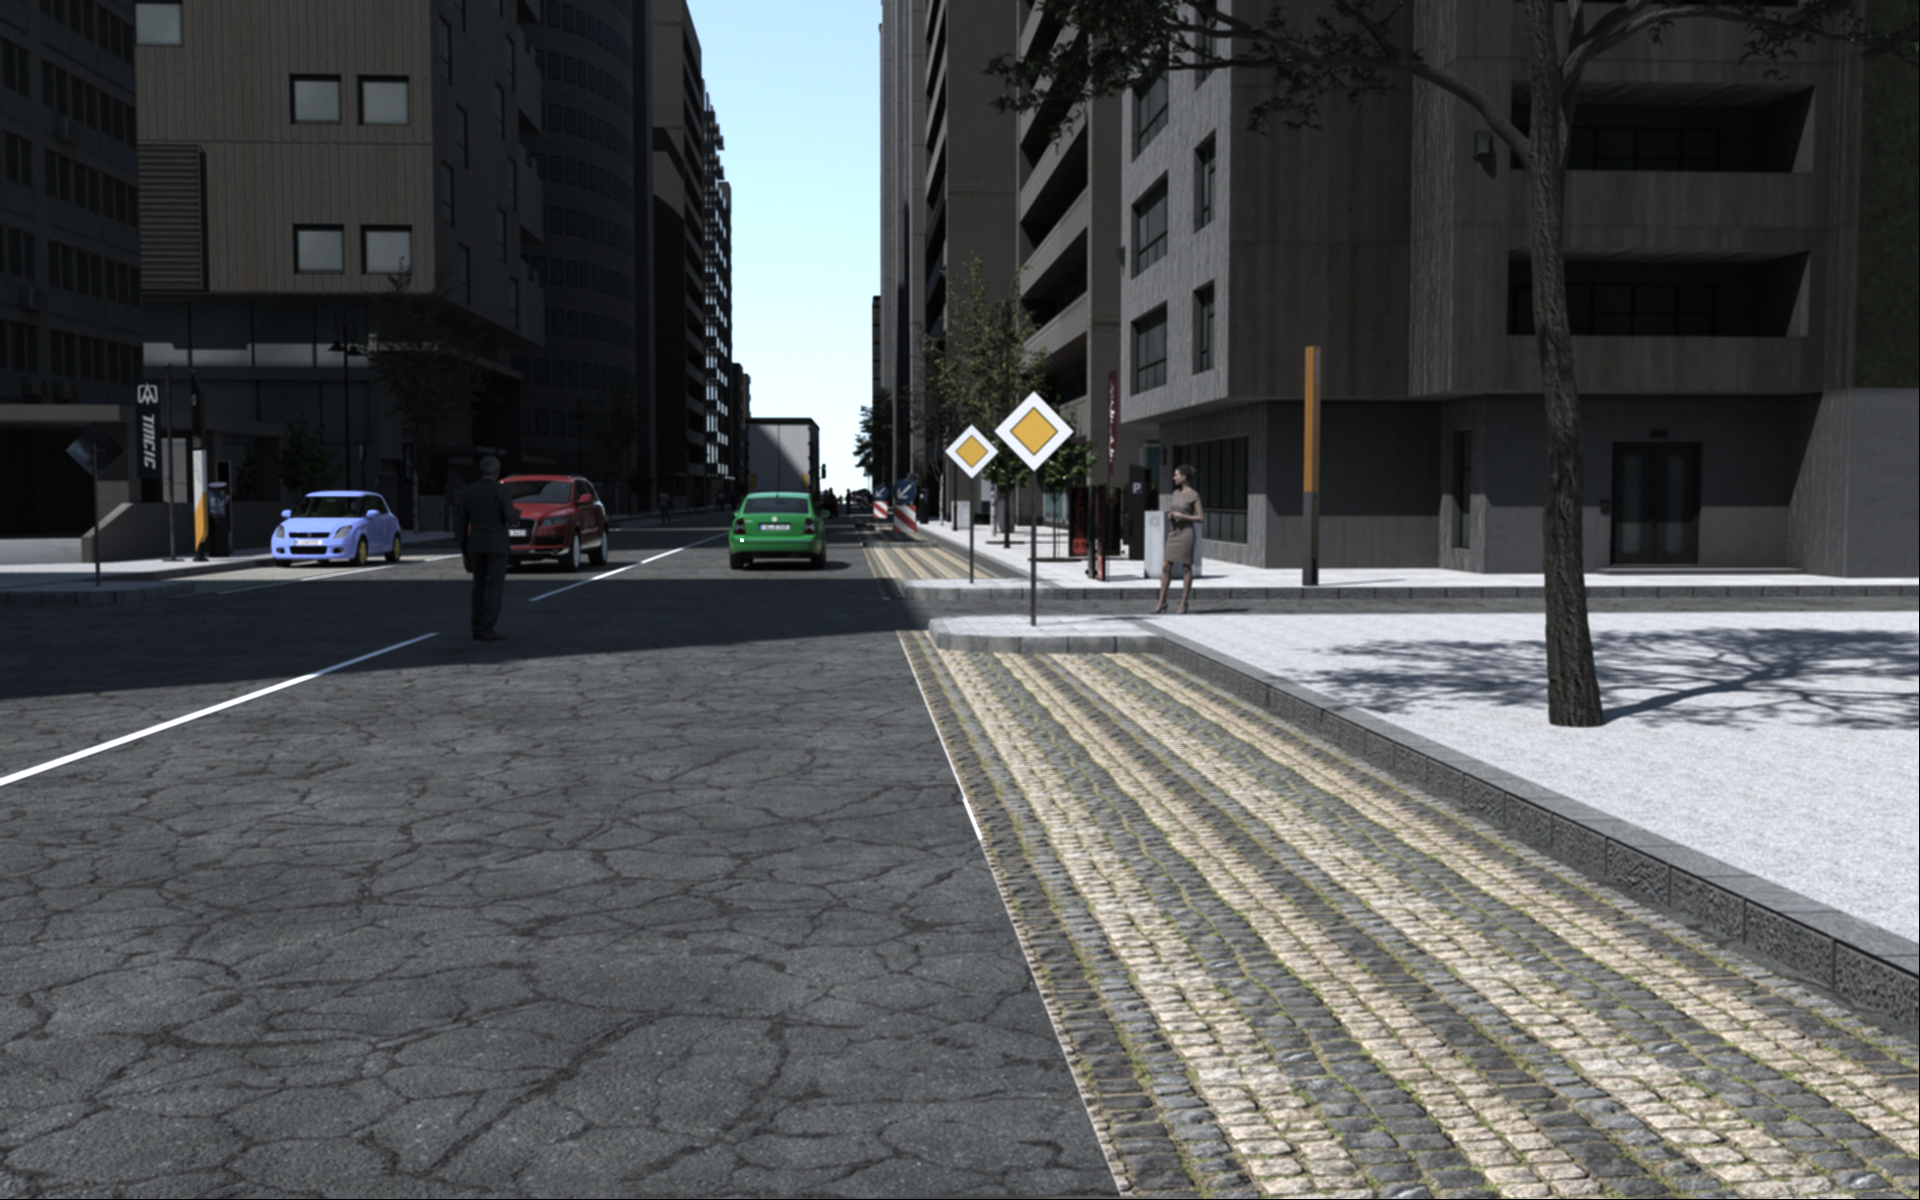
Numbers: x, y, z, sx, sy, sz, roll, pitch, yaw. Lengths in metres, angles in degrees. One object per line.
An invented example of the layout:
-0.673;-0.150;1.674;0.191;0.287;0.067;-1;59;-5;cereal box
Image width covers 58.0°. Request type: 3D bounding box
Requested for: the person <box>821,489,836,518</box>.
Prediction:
-8.182;-5.893;105.644;1.217;1.735;0.721;0;4;7;person

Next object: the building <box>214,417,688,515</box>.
-38.534;-27.257;137.534;32.217;40.220;23.993;0;4;-4;building

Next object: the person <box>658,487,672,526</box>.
-13.112;-4.163;77.161;0.593;1.750;0.643;-1;4;-21;person

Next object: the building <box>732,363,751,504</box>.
-43.739;-24.244;241.421;27.650;21.520;28.899;0;4;-4;building

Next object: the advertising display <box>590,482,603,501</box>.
-19.438;-5.313;92.073;0.974;1.923;0.123;-3;5;-42;advertising display

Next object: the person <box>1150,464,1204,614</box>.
2.586;-0.719;20.594;0.374;1.781;0.599;-3;5;-40;person

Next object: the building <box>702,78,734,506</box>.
-38.307;-35.311;196.940;23.786;49.044;30.456;0;4;-4;building

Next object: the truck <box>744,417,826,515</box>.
-6.890;-4.894;68.933;2.839;4.237;11.283;0;4;-3;truck

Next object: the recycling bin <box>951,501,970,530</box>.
0.103;-3.078;62.886;0.722;1.027;0.722;1;4;11;recycling bin

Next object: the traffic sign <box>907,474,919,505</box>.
-2.283;-5.039;84.514;0.606;2.300;0.079;0;4;5;traffic sign

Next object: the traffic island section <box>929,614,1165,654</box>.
0.735;0.330;16.886;2.009;0.180;2.903;0;4;-4;traffic island section

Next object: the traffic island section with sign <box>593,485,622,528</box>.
-15.353;-3.944;73.105;1.989;1.847;2.006;0;4;-4;traffic island section with sign

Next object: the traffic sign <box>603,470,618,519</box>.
-18.183;-5.502;90.057;0.768;2.556;0.104;0;4;5;traffic sign

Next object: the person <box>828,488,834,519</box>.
-7.556;-5.655;101.055;0.705;1.812;1.348;0;4;-7;person

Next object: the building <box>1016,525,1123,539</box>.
13.610;-26.617;58.883;21.300;48.544;21.600;0;4;-4;building

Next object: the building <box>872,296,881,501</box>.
-5.778;-29.370;251.894;14.160;30.474;14.107;0;4;-4;building

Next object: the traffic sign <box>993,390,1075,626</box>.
0.712;-0.805;16.807;0.795;2.450;0.064;0;4;-4;traffic sign

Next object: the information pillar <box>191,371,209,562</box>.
-14.413;-2.537;32.830;0.183;3.616;0.504;-3;5;-42;information pillar

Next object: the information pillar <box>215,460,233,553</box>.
-15.904;-2.015;37.438;0.304;2.012;0.304;-1;4;-23;information pillar

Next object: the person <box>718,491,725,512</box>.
-19.437;-8.026;140.655;0.436;1.711;0.756;3;5;45;person

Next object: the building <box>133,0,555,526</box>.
-33.573;-29.692;74.697;28.713;52.752;27.495;0;4;-4;building

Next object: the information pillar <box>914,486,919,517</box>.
-2.448;-5.666;97.125;0.304;2.012;0.304;-1;4;-12;information pillar

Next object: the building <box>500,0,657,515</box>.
-31.887;-34.821;111.315;21.231;58.520;28.212;0;4;-4;building

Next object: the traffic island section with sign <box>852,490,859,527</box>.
-3.550;-4.028;74.490;1.989;1.847;2.006;0;4;-4;traffic island section with sign

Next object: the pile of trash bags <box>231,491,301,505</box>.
-23.604;-3.041;59.473;3.447;1.369;1.912;-3;5;-42;pile of trash bags

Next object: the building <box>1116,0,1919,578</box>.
10.968;-15.941;32.340;14.107;30.474;14.160;0;4;-4;building

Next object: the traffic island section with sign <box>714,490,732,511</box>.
-20.642;-8.658;150.180;1.989;1.847;2.006;0;4;-4;traffic island section with sign

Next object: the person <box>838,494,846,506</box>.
-11.918;-9.871;173.155;1.065;1.426;0.557;-1;4;-19;person

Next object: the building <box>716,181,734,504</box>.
-36.361;-32.797;219.821;14.154;41.232;14.086;0;4;-4;building

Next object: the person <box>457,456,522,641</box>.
-4.618;-0.517;17.127;0.661;1.801;0.590;1;4;15;person

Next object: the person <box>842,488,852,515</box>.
-7.723;-6.781;119.380;0.705;1.822;1.348;-2;4;-28;person

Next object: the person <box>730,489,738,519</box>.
-13.171;-5.601;100.993;0.541;1.710;0.530;-3;5;-39;person

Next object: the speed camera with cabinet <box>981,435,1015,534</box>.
1.244;-3.832;56.983;0.660;3.252;2.038;1;4;18;speed camera with cabinet

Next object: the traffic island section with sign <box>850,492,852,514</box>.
-6.974;-7.082;124.410;1.989;1.847;2.006;0;4;-4;traffic island section with sign

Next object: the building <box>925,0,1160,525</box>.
9.328;-28.472;89.224;21.300;48.544;21.600;0;4;-4;building

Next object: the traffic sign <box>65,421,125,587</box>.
-11.951;-1.243;23.966;0.795;2.450;0.064;0;4;-4;traffic sign

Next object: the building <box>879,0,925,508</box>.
1.014;-40.642;206.487;21.231;58.520;28.212;0;4;-4;building

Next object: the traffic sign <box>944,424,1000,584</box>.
0.166;-1.292;24.773;0.795;2.450;0.064;0;4;-4;traffic sign

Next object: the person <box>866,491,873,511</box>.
-7.655;-8.399;146.746;0.541;1.710;0.530;1;4;15;person

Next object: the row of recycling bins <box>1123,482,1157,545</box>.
5.872;-2.240;43.730;3.534;1.692;1.069;0;4;-1;row of recycling bins

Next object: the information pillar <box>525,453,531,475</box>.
-24.460;-6.534;98.190;0.183;3.616;0.504;1;4;16;information pillar

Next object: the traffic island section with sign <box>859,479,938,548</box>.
-1.633;-2.329;46.702;1.989;1.847;2.006;0;4;-4;traffic island section with sign

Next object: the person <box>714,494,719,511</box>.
-20.172;-8.085;143.915;0.599;1.433;0.991;-1;4;-17;person

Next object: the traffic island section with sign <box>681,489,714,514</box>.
-18.788;-7.013;123.289;1.989;1.847;2.006;0;4;-4;traffic island section with sign

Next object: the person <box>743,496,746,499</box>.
-20.123;-9.491;164.391;1.217;1.735;0.721;3;4;38;person

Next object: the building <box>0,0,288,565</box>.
-32.665;-21.092;36.741;32.217;40.220;23.993;0;4;-4;building

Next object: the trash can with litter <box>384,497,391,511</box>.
-30.711;-5.001;93.151;1.055;1.170;0.624;0;4;8;trash can with litter

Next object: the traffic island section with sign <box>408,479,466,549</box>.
-13.510;-2.299;46.213;1.989;1.847;2.006;0;4;-4;traffic island section with sign

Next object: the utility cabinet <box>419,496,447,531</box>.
-18.320;-3.004;60.277;0.306;1.237;1.020;2;4;29;utility cabinet

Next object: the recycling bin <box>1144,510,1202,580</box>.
3.246;-0.845;26.363;0.722;1.027;0.722;2;4;24;recycling bin

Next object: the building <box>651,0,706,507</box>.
-35.387;-32.851;160.820;21.300;48.544;21.600;0;4;-4;building

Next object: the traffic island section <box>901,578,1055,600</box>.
0.189;-0.157;24.852;2.009;0.180;2.903;0;4;-4;traffic island section
